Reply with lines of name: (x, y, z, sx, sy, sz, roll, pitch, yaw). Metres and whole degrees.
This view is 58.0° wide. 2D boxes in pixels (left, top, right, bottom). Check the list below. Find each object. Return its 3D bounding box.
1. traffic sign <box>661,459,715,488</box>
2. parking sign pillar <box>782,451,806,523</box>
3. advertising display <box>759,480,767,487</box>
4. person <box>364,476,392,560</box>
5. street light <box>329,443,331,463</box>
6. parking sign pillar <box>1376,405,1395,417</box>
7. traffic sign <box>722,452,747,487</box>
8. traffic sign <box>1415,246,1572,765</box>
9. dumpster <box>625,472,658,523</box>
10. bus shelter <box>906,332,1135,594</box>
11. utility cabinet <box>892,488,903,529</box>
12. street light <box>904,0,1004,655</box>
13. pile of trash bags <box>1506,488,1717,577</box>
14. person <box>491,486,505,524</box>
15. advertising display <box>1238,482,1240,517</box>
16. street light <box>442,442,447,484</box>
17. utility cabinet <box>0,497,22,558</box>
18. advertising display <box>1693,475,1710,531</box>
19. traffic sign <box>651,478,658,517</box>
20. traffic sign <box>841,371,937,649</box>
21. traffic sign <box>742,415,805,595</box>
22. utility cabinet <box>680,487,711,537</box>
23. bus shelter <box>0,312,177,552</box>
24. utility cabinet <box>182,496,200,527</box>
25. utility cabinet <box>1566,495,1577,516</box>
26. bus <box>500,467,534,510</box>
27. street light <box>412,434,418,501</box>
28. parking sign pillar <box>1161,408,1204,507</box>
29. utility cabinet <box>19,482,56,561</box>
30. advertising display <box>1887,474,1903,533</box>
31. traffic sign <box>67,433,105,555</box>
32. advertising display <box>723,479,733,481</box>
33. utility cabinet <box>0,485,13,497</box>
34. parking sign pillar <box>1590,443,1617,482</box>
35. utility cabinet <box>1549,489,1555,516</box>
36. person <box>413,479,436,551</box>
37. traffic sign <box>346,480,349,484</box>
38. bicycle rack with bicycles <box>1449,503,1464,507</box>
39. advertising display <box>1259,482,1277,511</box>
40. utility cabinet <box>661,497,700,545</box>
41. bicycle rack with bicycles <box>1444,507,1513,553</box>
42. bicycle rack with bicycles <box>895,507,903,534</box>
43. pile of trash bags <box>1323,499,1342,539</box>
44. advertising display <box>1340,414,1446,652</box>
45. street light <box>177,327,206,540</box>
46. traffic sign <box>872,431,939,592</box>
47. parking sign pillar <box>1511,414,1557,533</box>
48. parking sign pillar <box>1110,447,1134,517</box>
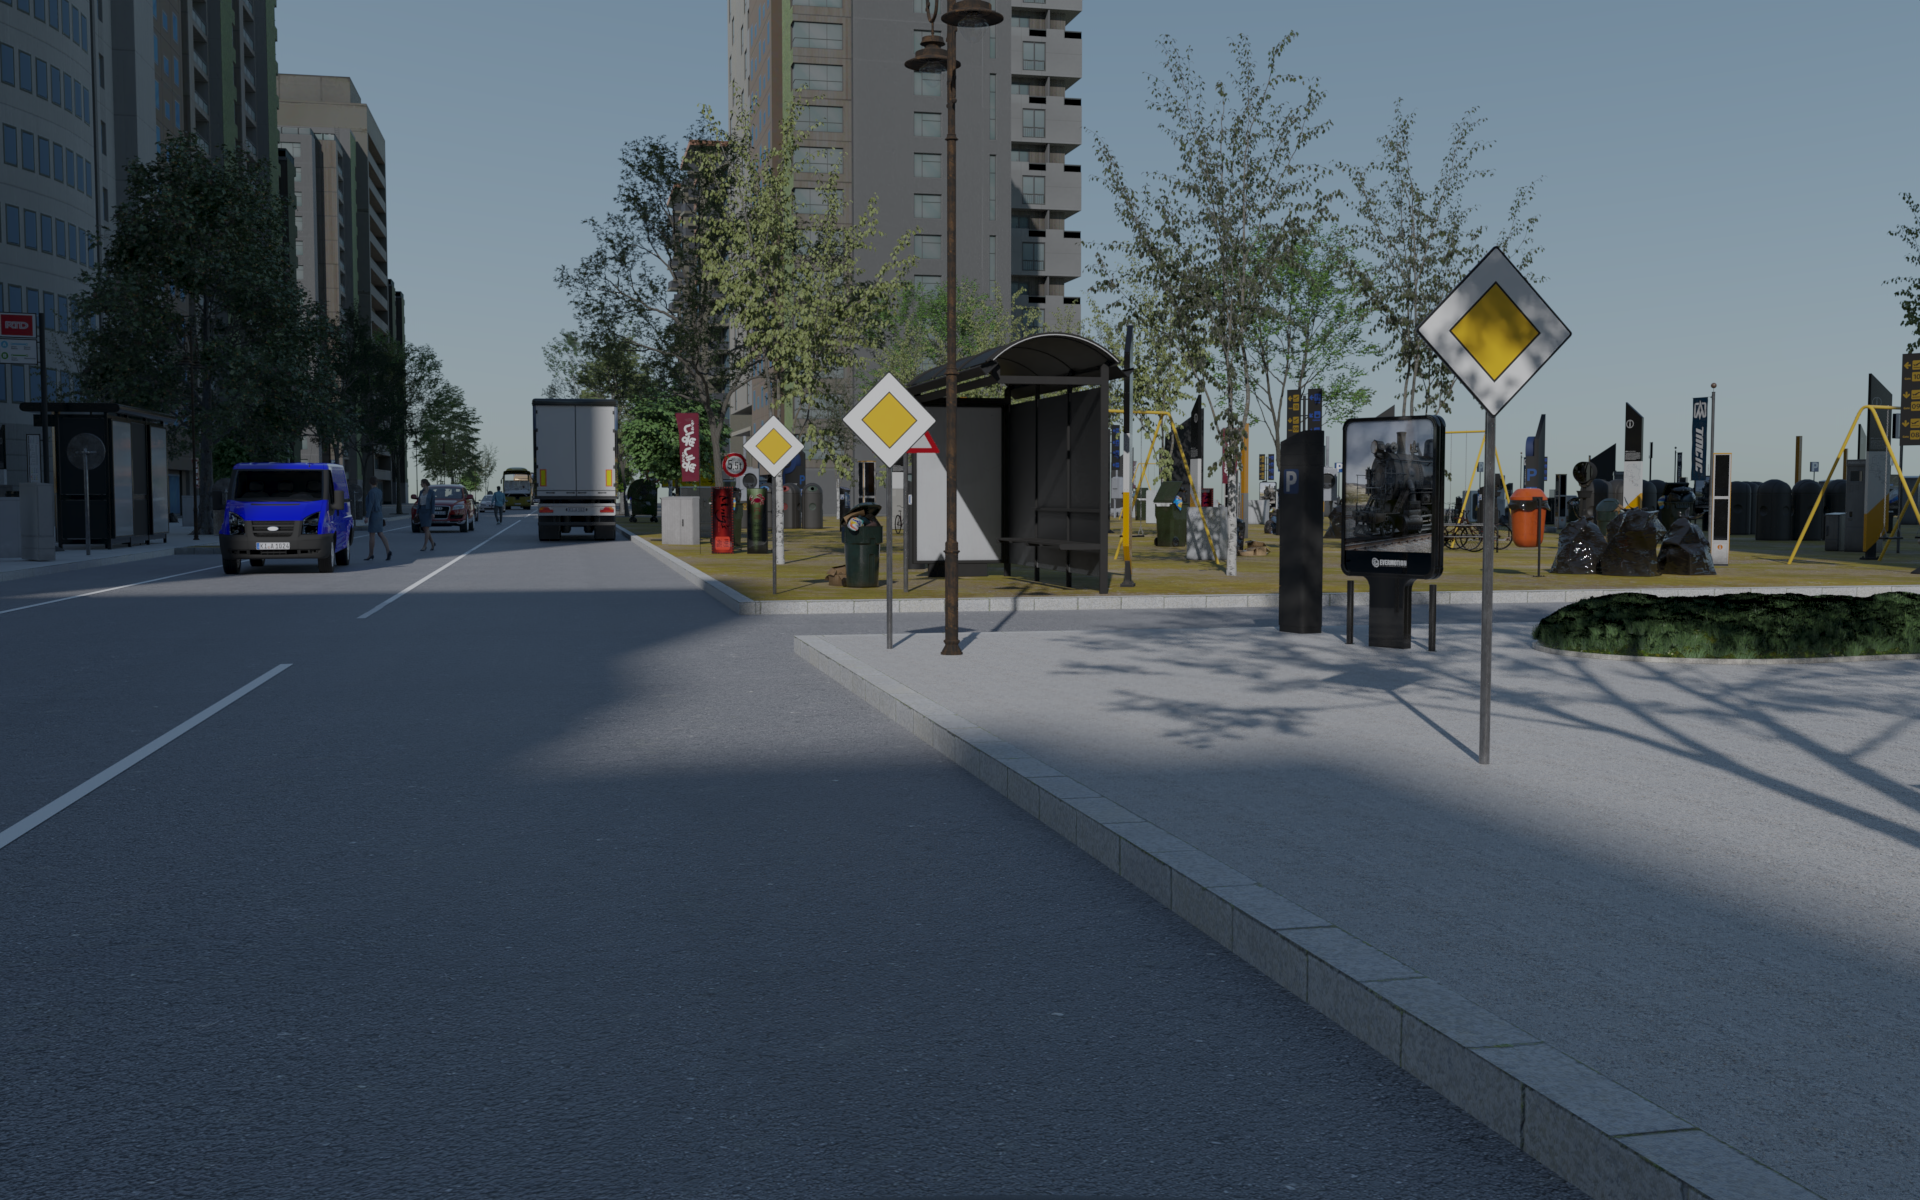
traffic sign: (-10.896, -4.648, 69.866, 2.265, 3.308, 0.079, 0, 4, -5)
parking sign pillar: (-7.530, -5.470, 77.899, 1.447, 3.967, 1.447, 3, 5, 42)
advertising display: (-9.322, -4.653, 81.293, 0.974, 1.923, 0.123, 3, 5, 40)
person: (-12.577, -1.762, 37.329, 0.654, 1.822, 0.581, 2, 4, 27)
street light: (-27.920, -6.358, 76.748, 0.468, 5.910, 1.993, -1, 4, -13)
parking sign pillar: (12.438, -3.910, 52.393, 1.447, 3.967, 1.447, 0, 4, 6)
traffic sign: (-6.904, -3.241, 53.102, 0.768, 2.556, 0.104, -1, 4, -12)
traffic sign: (2.490, -0.427, 8.161, 0.795, 2.450, 0.064, -1, 4, -12)
dumpster: (-14.337, -4.640, 78.356, 1.502, 2.255, 1.985, -1, 4, -13)
bus shelter: (0.596, -1.861, 24.356, 2.014, 3.302, 5.546, -1, 4, -13)
utility cabinet: (-2.095, -3.302, 62.667, 1.173, 1.500, 0.318, -3, 5, -42)
street light: (-0.066, -2.501, 13.677, 0.468, 5.910, 1.993, -1, 4, -13)
pile of trash bags: (10.177, -1.088, 27.543, 3.447, 1.369, 1.912, -1, 4, -22)
person: (-21.795, -4.483, 81.808, 0.660, 1.820, 0.620, -3, 4, -37)
advertising display: (15.155, -5.523, 95.521, 0.123, 1.923, 0.974, 3, 4, 37)
street light: (-44.988, -10.906, 151.101, 0.468, 5.910, 1.993, -1, 4, -13)
utility cabinet: (-19.305, -1.435, 34.624, 0.306, 1.237, 1.020, 2, 4, 34)
advertising display: (25.881, -3.344, 59.884, 0.974, 1.923, 0.123, 1, 4, 9)
traffic sign: (-14.547, -5.032, 82.386, 0.768, 2.556, 0.104, 0, 4, -8)
traffic sign: (-0.586, -0.651, 14.288, 0.795, 2.450, 0.064, -1, 4, -13)
traffic sign: (-2.371, -1.127, 22.072, 0.795, 2.450, 0.064, -1, 4, -13)
utility cabinet: (-7.588, -2.575, 50.773, 1.173, 1.500, 0.318, -1, 4, -13)
bus shelter: (-20.680, -3.879, 41.046, 2.179, 5.291, 8.768, -1, 4, -13)
utility cabinet: (-30.290, -3.518, 68.678, 1.020, 1.237, 0.306, -2, 4, -23)
utility cabinet: (33.978, -5.249, 96.988, 1.020, 1.237, 0.306, 0, 4, 5)
bus: (-41.295, -10.388, 161.397, 2.896, 3.916, 12.252, -1, 4, -15)
street light: (-38.350, -9.143, 122.281, 0.468, 5.910, 1.993, -1, 4, -13)
parking sign pillar: (6.960, -4.023, 54.251, 1.447, 3.967, 1.447, -1, 4, -20)
utility cabinet: (-17.724, -1.505, 33.285, 0.318, 1.500, 1.173, -3, 5, -42)
advertising display: (30.199, -3.130, 56.389, 0.974, 1.923, 0.123, 0, 4, -8)
traffic sign: (-18.280, -2.210, 36.246, 0.768, 2.556, 0.104, 0, 4, -6)
advertising display: (-9.802, -4.233, 74.425, 0.974, 1.923, 0.123, -2, 4, -24)
utility cabinet: (-22.668, -1.950, 40.564, 0.318, 1.500, 1.173, 0, 4, 3)
parking sign pillar: (34.083, -6.322, 91.831, 1.447, 3.967, 1.447, 2, 4, 30)
utility cabinet: (27.878, -4.432, 81.150, 0.318, 1.500, 1.173, 0, 4, 7)
person: (-13.434, -2.153, 43.718, 0.581, 1.822, 0.654, 2, 4, 34)
traffic sign: (-32.124, -5.487, 89.714, 0.884, 2.594, 0.081, 0, 4, -7)
bicycle rack with bicycles: (21.719, -3.706, 73.969, 2.852, 0.926, 2.925, 2, 4, 35)
advertising display: (16.203, -5.254, 91.117, 0.974, 1.923, 0.123, 3, 4, 38)
utility cabinet: (-7.132, -2.019, 44.165, 1.020, 1.237, 0.306, 2, 4, 30)
bicycle rack with bicycles: (10.985, -1.570, 39.051, 2.925, 0.926, 2.852, 1, 4, 16)
bicycle rack with bicycles: (-0.683, -2.531, 54.767, 2.852, 0.926, 2.925, -1, 4, -14)
pile of trash bags: (11.806, -2.399, 48.973, 1.912, 1.369, 3.447, -1, 4, -20)
advertising display: (3.593, -0.563, 14.426, 0.123, 1.923, 0.974, -3, 4, -38)
street light: (-21.274, -4.604, 48.067, 0.468, 5.910, 1.993, -1, 4, -13)
traffic sign: (-0.708, -1.380, 22.568, 0.884, 2.594, 0.081, -1, 4, -11)
parking sign pillar: (19.210, -4.244, 57.854, 1.447, 3.967, 1.447, 2, 4, 27)
parking sign pillar: (9.302, -6.784, 99.383, 1.447, 3.967, 1.447, 0, 4, 3)
